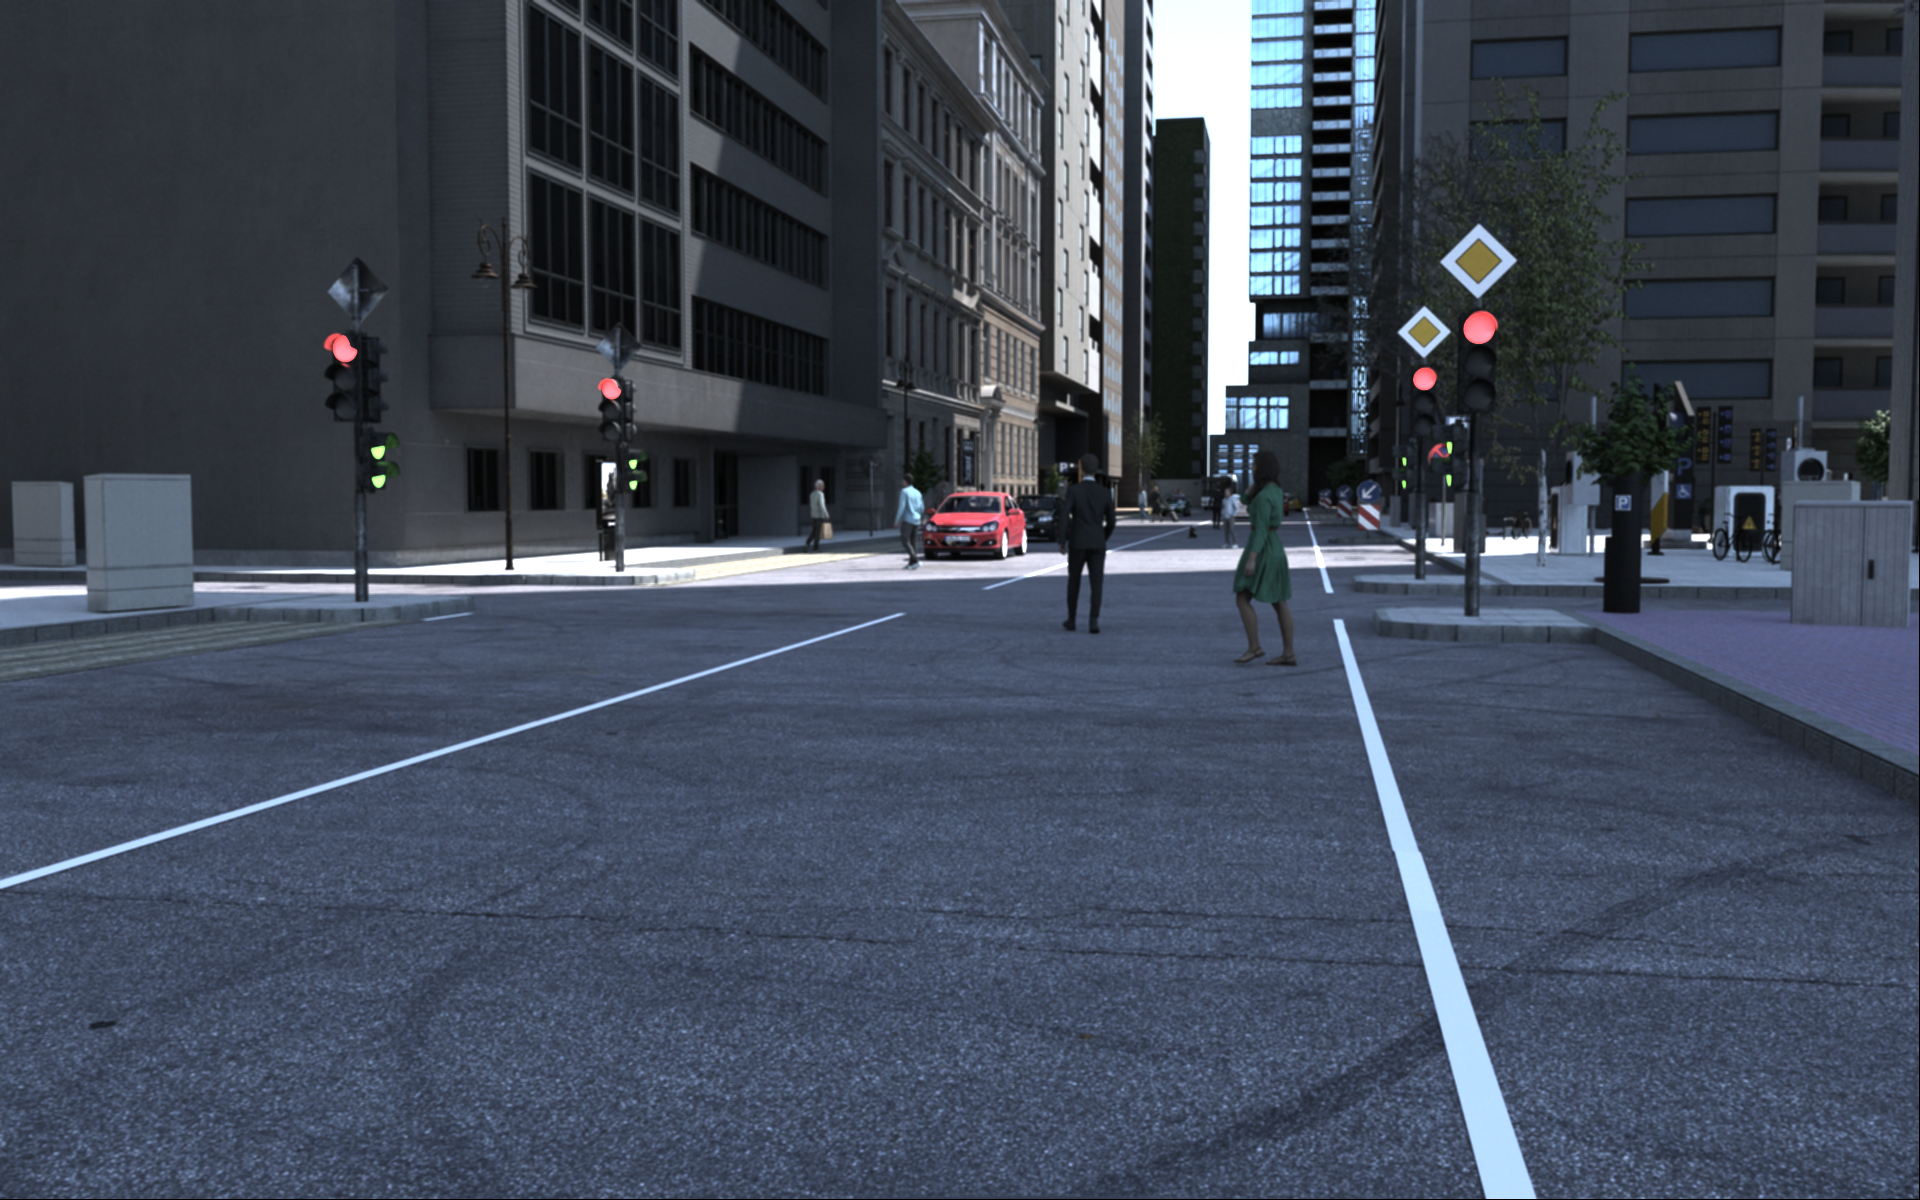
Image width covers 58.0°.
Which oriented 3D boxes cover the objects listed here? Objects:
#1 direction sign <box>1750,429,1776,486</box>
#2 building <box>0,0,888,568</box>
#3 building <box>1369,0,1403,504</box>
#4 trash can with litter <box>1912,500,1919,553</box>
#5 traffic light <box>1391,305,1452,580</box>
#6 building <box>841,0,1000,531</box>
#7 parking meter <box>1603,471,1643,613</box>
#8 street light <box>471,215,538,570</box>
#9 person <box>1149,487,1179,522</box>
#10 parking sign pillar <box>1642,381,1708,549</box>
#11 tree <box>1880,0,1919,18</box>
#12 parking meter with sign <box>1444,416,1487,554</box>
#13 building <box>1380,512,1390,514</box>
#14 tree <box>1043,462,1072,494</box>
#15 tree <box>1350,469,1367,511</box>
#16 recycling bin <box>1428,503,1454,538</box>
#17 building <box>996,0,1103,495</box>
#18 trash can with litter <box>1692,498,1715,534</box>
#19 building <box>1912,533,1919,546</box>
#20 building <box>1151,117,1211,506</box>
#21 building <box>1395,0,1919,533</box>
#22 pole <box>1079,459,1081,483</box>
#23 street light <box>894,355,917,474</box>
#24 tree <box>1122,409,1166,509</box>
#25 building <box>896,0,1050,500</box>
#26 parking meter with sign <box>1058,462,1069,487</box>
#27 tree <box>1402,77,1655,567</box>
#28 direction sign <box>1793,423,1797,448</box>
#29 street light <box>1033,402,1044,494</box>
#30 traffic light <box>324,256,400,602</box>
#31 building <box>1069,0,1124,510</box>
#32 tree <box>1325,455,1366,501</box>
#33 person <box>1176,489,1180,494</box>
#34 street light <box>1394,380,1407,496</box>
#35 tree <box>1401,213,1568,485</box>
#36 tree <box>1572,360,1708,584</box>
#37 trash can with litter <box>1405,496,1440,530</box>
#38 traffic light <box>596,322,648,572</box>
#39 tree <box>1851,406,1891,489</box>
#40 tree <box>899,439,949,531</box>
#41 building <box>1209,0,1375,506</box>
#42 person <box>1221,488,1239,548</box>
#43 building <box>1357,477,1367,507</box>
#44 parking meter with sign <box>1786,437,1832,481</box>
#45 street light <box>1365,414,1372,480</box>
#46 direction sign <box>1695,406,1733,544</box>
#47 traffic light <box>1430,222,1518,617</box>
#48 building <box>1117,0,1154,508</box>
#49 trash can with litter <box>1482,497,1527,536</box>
[{"bbox_3d":[27.730,-4.151,59.874,0.876,3.537,0.379,0,4,-1],"label":"direction sign"},{"bbox_3d":[-12.163,-13.820,45.024,14.314,24.678,30.058,1,4,11],"label":"building"},{"bbox_3d":[43.662,-31.326,135.878,21.300,48.544,21.600,1,4,11],"label":"building"},{"bbox_3d":[20.999,-1.654,38.099,1.678,1.210,2.233,-2,4,-28],"label":"trash can with litter"},{"bbox_3d":[6.902,-2.264,25.936,0.839,4.253,0.868,1,4,11],"label":"traffic light"},{"bbox_3d":[-5.896,-14.342,70.650,11.583,22.565,21.152,1,4,11],"label":"building"},{"bbox_3d":[7.183,-0.633,18.759,0.372,1.533,0.369,0,3,0],"label":"parking meter"},{"bbox_3d":[-7.588,-3.438,29.005,0.468,5.910,1.993,1,4,11],"label":"street light"},{"bbox_3d":[10.308,-4.856,88.110,1.509,1.804,0.699,2,4,32],"label":"person"},{"bbox_3d":[16.893,-3.201,40.810,1.447,3.967,1.447,0,4,8],"label":"parking sign pillar"},{"bbox_3d":[6.876,-5.981,8.166,12.009,13.543,11.850,0,3,0],"label":"tree"},{"bbox_3d":[11.147,-2.555,38.041,0.543,3.016,1.738,0,4,-2],"label":"parking meter with sign"},{"bbox_3d":[43.902,-25.704,112.134,32.217,40.220,23.993,1,4,11],"label":"building"},{"bbox_3d":[5.602,-6.579,102.161,1.663,3.219,1.824,0,3,0],"label":"tree"},{"bbox_3d":[30.853,-8.518,133.875,1.663,3.219,1.824,0,3,0],"label":"tree"},{"bbox_3d":[14.259,-2.353,51.020,0.722,1.027,0.722,0,4,-2],"label":"recycling bin"},{"bbox_3d":[-4.992,-32.343,118.051,28.713,52.752,27.495,1,4,11],"label":"building"},{"bbox_3d":[23.800,-2.691,55.383,1.055,1.170,0.624,-2,4,-33],"label":"trash can with litter"},{"bbox_3d":[36.011,-29.951,31.692,28.212,58.520,21.231,1,4,11],"label":"building"},{"bbox_3d":[20.395,-31.104,192.143,14.086,41.232,14.154,1,4,11],"label":"building"},{"bbox_3d":[30.376,-32.668,76.123,21.231,58.520,28.212,1,4,11],"label":"building"},{"bbox_3d":[7.025,-6.583,101.477,0.158,3.312,0.155,0,3,0],"label":"pole"},{"bbox_3d":[-1.812,-5.200,57.806,0.468,5.910,1.993,1,4,11],"label":"street light"},{"bbox_3d":[15.848,-12.137,148.796,4.737,8.622,4.395,0,3,0],"label":"tree"},{"bbox_3d":[-3.322,-18.657,90.947,13.634,28.700,20.117,1,4,11],"label":"building"},{"bbox_3d":[5.551,-5.998,94.335,0.543,3.016,1.738,1,4,10],"label":"parking meter with sign"},{"bbox_3d":[10.130,-4.888,30.283,4.737,8.622,4.395,0,3,0],"label":"tree"},{"bbox_3d":[26.821,-3.889,55.575,0.379,3.537,0.876,3,4,39],"label":"direction sign"},{"bbox_3d":[3.943,-6.986,87.016,0.468,5.910,1.993,1,4,11],"label":"street light"},{"bbox_3d":[-7.114,-1.933,20.526,0.839,4.253,0.868,1,4,11],"label":"traffic light"},{"bbox_3d":[5.329,-29.807,137.463,14.600,45.320,14.200,1,4,11],"label":"building"},{"bbox_3d":[32.579,-9.957,146.507,4.285,4.588,4.351,0,3,0],"label":"tree"},{"bbox_3d":[18.235,-8.356,145.051,1.348,1.831,0.705,3,4,38],"label":"person"},{"bbox_3d":[17.506,-5.887,69.042,0.468,5.910,1.993,1,4,11],"label":"street light"},{"bbox_3d":[13.467,-5.802,45.226,4.360,8.622,3.978,0,3,0],"label":"tree"},{"bbox_3d":[9.703,-1.876,25.268,1.663,3.219,1.824,0,3,0],"label":"tree"},{"bbox_3d":[16.894,-3.159,62.711,2.233,1.210,1.678,-2,4,-26],"label":"trash can with litter"},{"bbox_3d":[-5.575,-2.412,28.362,0.839,4.253,0.868,1,4,11],"label":"traffic light"},{"bbox_3d":[32.639,-4.680,60.230,4.285,4.588,4.351,0,3,0],"label":"tree"},{"bbox_3d":[-1.196,-4.039,60.632,1.663,3.219,1.824,0,3,0],"label":"tree"},{"bbox_3d":[43.968,-53.715,190.919,31.000,86.520,22.319,1,4,11],"label":"building"},{"bbox_3d":[7.117,-2.176,45.883,0.330,1.601,0.589,-2,4,-32],"label":"person"},{"bbox_3d":[53.134,-28.476,157.466,32.217,40.220,23.993,1,4,11],"label":"building"},{"bbox_3d":[26.141,-3.456,52.774,1.738,3.016,0.543,0,4,8],"label":"parking meter with sign"},{"bbox_3d":[23.144,-7.672,98.230,0.468,5.910,1.993,1,4,11],"label":"street light"},{"bbox_3d":[19.481,-3.230,44.804,0.876,3.537,0.379,2,4,35],"label":"direction sign"},{"bbox_3d":[5.363,-1.785,18.101,0.839,4.253,0.868,1,4,11],"label":"traffic light"},{"bbox_3d":[4.261,-38.278,167.849,28.212,58.520,21.231,1,4,11],"label":"building"},{"bbox_3d":[16.549,-2.620,53.897,2.233,1.210,1.678,0,4,6],"label":"trash can with litter"}]
